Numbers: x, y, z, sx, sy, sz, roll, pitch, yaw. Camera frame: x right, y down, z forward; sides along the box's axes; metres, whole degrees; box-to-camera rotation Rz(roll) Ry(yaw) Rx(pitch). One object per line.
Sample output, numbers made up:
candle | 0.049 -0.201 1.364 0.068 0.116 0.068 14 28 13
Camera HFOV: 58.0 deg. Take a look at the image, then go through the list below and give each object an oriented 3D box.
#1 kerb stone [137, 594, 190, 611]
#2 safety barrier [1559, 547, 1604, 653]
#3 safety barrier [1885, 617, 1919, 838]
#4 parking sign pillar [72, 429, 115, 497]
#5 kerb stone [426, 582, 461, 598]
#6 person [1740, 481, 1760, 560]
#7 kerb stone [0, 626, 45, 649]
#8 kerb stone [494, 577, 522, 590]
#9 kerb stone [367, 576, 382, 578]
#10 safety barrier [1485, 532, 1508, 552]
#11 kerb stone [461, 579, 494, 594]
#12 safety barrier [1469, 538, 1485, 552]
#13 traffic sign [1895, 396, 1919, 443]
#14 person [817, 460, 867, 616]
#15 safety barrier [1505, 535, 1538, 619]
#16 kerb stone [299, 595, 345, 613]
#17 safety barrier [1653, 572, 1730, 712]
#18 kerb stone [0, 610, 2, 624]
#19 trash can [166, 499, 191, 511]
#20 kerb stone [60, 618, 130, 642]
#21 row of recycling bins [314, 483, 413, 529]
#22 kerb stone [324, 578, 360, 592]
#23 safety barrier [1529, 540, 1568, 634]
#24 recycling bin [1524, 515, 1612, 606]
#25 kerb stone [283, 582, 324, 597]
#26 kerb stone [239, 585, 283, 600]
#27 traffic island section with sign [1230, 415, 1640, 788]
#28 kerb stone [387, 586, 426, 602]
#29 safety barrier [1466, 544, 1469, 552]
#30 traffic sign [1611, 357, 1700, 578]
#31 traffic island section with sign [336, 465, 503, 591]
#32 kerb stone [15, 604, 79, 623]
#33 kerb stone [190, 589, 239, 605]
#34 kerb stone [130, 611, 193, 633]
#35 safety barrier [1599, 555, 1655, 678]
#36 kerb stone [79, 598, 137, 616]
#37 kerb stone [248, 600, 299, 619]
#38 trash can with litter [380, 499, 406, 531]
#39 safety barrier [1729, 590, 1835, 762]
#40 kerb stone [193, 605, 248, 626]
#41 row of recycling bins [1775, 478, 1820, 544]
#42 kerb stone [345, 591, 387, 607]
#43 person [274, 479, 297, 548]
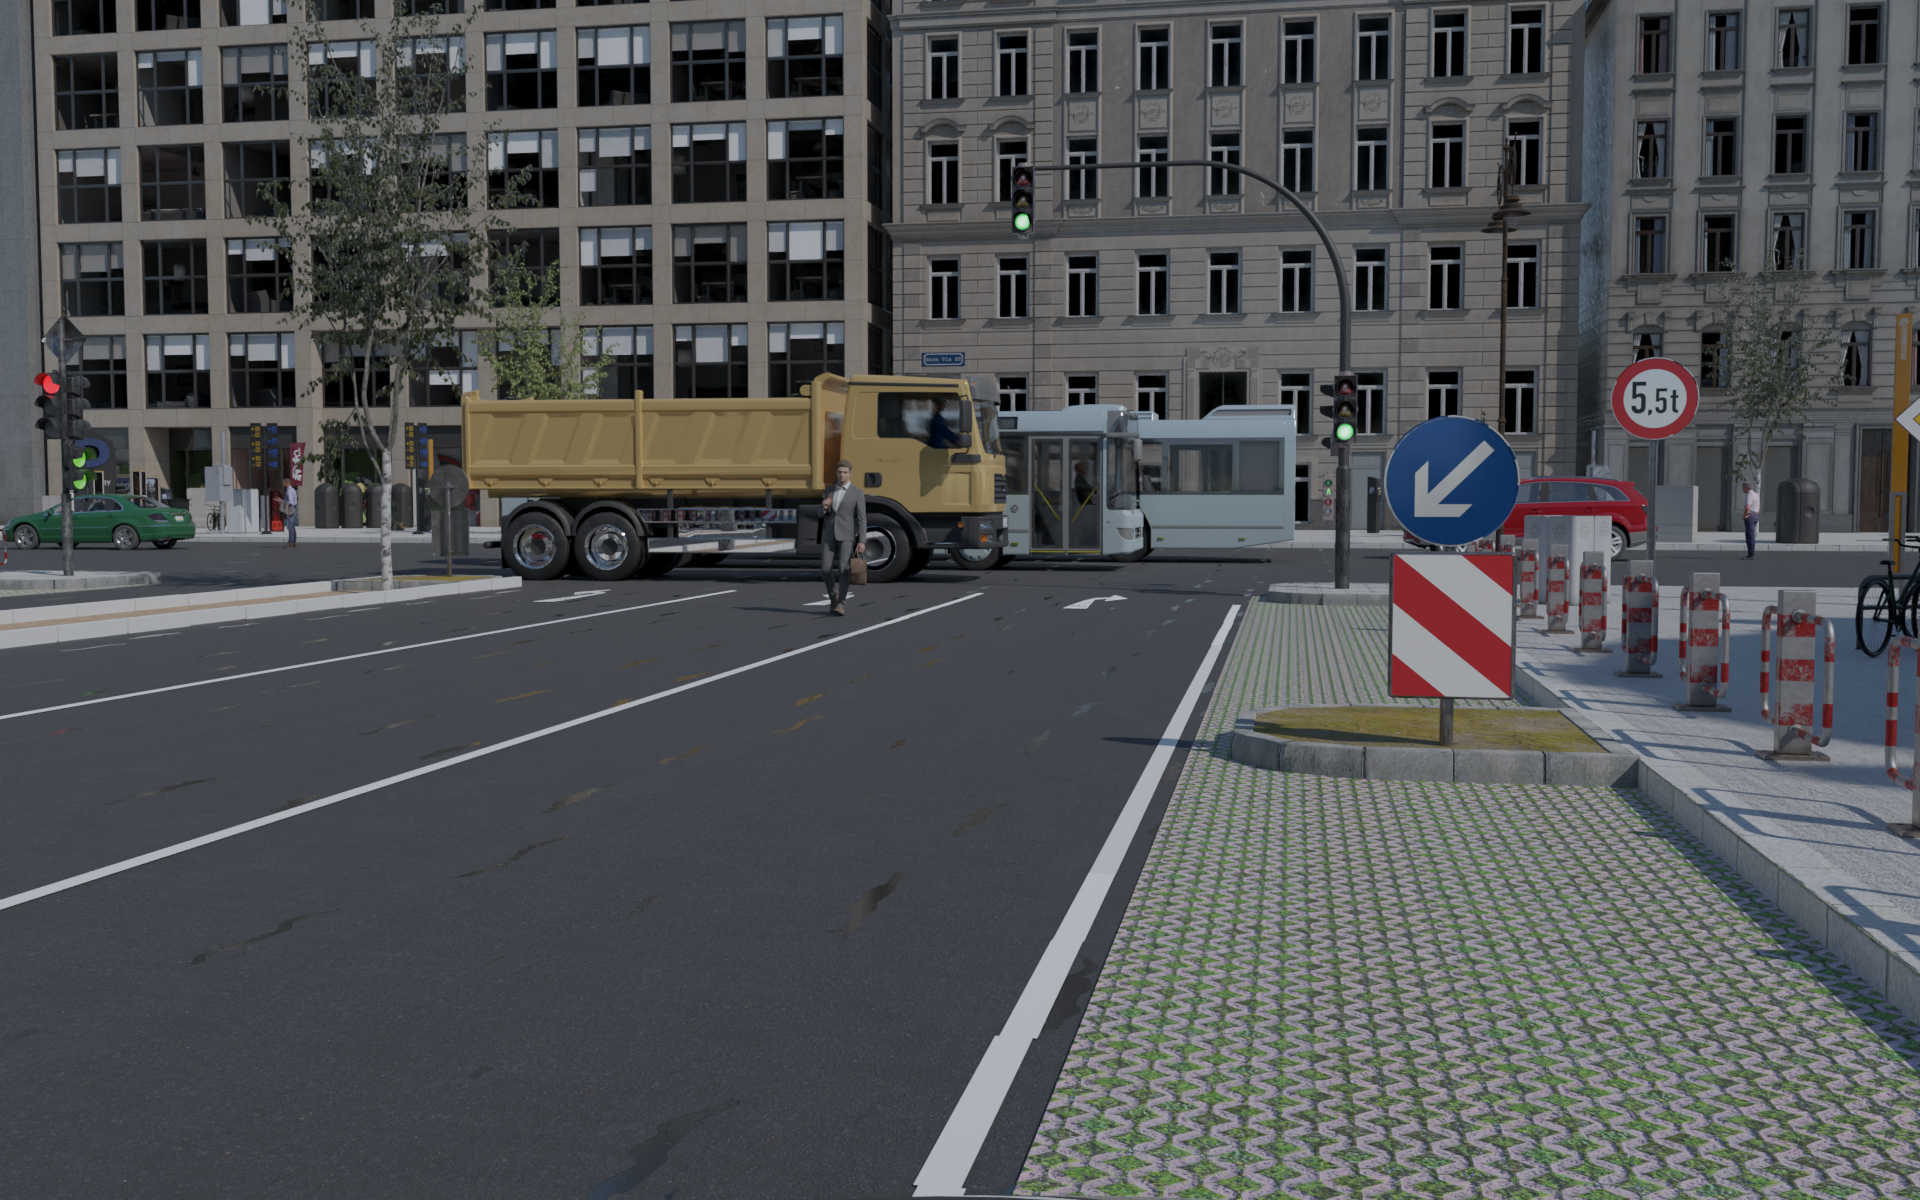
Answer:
kerb stone | -10.014 0.036 21.626 0.120 0.150 1.000 1 4 11
safety barrier | 5.129 0.014 14.045 0.300 0.817 1.120 1 4 11
safety barrier | 3.678 0.476 6.496 0.300 0.817 1.120 1 4 11
parking sign pillar | -30.241 -4.404 60.475 1.447 3.967 1.447 -2 4 -29
kerb stone | -7.352 -0.132 24.359 0.120 0.150 1.000 1 4 11
person | 17.247 -1.742 37.922 0.756 1.711 0.436 -3 5 -39
kerb stone | -8.898 0.361 16.293 0.120 0.150 1.000 1 4 11
kerb stone | -6.954 -0.256 26.387 0.120 0.150 1.000 1 4 11
kerb stone | -9.040 -0.274 26.671 0.120 0.150 1.000 1 4 11
safety barrier | 6.221 -0.332 19.703 0.300 0.817 1.120 1 4 11
kerb stone | -7.154 -0.195 25.381 0.120 0.150 1.000 1 4 11
safety barrier | 6.584 -0.447 21.585 0.300 0.817 1.120 1 4 11
traffic sign | 9.862 -0.999 17.517 0.795 2.450 0.064 1 4 17
person | -1.396 -0.737 20.516 0.622 1.834 0.822 0 4 8
safety barrier | 5.855 -0.217 17.819 0.300 0.817 1.120 1 4 11
kerb stone | -7.935 0.054 21.332 0.120 0.150 1.000 1 4 11
safety barrier | 4.406 0.245 10.270 0.300 0.817 1.120 1 4 11
kerb stone | -10.593 0.220 18.597 0.120 0.150 1.000 1 4 11
trash can | -24.072 -2.551 53.369 0.748 1.137 0.748 0 3 0
kerb stone | -8.705 0.300 17.300 0.120 0.150 1.000 1 4 11
row of recycling bins | -22.293 -3.532 64.866 3.534 1.692 1.069 -2 4 -33
kerb stone | -9.240 -0.210 25.666 0.120 0.150 1.000 1 4 11
safety barrier | 5.497 -0.102 15.935 0.300 0.817 1.120 1 4 11
recycling bin | 7.107 -0.472 20.275 0.722 1.027 0.722 -2 4 -34
kerb stone | -9.426 -0.151 24.658 0.120 0.150 1.000 1 4 11
kerb stone | -9.622 -0.089 23.651 0.120 0.150 1.000 1 4 11
traffic island section with sign | 2.511 -0.053 9.499 1.989 1.847 2.006 1 4 11
kerb stone | -7.538 -0.067 23.352 0.120 0.150 1.000 1 4 11
safety barrier | 6.944 -0.562 23.468 0.300 0.817 1.120 1 4 11
traffic sign | 6.484 -0.985 16.219 0.768 2.556 0.104 1 4 20
traffic island section with sign | -8.034 -1.109 26.268 2.006 1.907 1.989 1 4 11
kerb stone | -10.394 0.159 19.603 0.120 0.150 1.000 1 4 11
kerb stone | -9.814 -0.022 22.636 0.120 0.150 1.000 1 4 11
kerb stone | -8.506 0.238 18.305 0.120 0.150 1.000 1 4 11
safety barrier | 4.770 0.129 12.162 0.300 0.817 1.120 1 4 11
kerb stone | -10.207 0.097 20.610 0.120 0.150 1.000 1 4 11
kerb stone | -8.124 0.118 20.324 0.120 0.150 1.000 1 4 11
trash can with litter | -19.926 -3.036 61.026 1.055 1.170 0.624 2 4 33
safety barrier | 4.038 0.361 8.379 0.300 0.817 1.120 1 4 11
kerb stone | -8.325 0.176 19.314 0.120 0.150 1.000 1 4 11
row of recycling bins | 22.184 -2.375 45.941 1.069 1.692 3.534 2 4 23
kerb stone | -7.737 -0.009 22.340 0.120 0.150 1.000 1 4 11
person | -17.859 -2.289 45.801 0.599 1.838 0.709 -1 4 -13
